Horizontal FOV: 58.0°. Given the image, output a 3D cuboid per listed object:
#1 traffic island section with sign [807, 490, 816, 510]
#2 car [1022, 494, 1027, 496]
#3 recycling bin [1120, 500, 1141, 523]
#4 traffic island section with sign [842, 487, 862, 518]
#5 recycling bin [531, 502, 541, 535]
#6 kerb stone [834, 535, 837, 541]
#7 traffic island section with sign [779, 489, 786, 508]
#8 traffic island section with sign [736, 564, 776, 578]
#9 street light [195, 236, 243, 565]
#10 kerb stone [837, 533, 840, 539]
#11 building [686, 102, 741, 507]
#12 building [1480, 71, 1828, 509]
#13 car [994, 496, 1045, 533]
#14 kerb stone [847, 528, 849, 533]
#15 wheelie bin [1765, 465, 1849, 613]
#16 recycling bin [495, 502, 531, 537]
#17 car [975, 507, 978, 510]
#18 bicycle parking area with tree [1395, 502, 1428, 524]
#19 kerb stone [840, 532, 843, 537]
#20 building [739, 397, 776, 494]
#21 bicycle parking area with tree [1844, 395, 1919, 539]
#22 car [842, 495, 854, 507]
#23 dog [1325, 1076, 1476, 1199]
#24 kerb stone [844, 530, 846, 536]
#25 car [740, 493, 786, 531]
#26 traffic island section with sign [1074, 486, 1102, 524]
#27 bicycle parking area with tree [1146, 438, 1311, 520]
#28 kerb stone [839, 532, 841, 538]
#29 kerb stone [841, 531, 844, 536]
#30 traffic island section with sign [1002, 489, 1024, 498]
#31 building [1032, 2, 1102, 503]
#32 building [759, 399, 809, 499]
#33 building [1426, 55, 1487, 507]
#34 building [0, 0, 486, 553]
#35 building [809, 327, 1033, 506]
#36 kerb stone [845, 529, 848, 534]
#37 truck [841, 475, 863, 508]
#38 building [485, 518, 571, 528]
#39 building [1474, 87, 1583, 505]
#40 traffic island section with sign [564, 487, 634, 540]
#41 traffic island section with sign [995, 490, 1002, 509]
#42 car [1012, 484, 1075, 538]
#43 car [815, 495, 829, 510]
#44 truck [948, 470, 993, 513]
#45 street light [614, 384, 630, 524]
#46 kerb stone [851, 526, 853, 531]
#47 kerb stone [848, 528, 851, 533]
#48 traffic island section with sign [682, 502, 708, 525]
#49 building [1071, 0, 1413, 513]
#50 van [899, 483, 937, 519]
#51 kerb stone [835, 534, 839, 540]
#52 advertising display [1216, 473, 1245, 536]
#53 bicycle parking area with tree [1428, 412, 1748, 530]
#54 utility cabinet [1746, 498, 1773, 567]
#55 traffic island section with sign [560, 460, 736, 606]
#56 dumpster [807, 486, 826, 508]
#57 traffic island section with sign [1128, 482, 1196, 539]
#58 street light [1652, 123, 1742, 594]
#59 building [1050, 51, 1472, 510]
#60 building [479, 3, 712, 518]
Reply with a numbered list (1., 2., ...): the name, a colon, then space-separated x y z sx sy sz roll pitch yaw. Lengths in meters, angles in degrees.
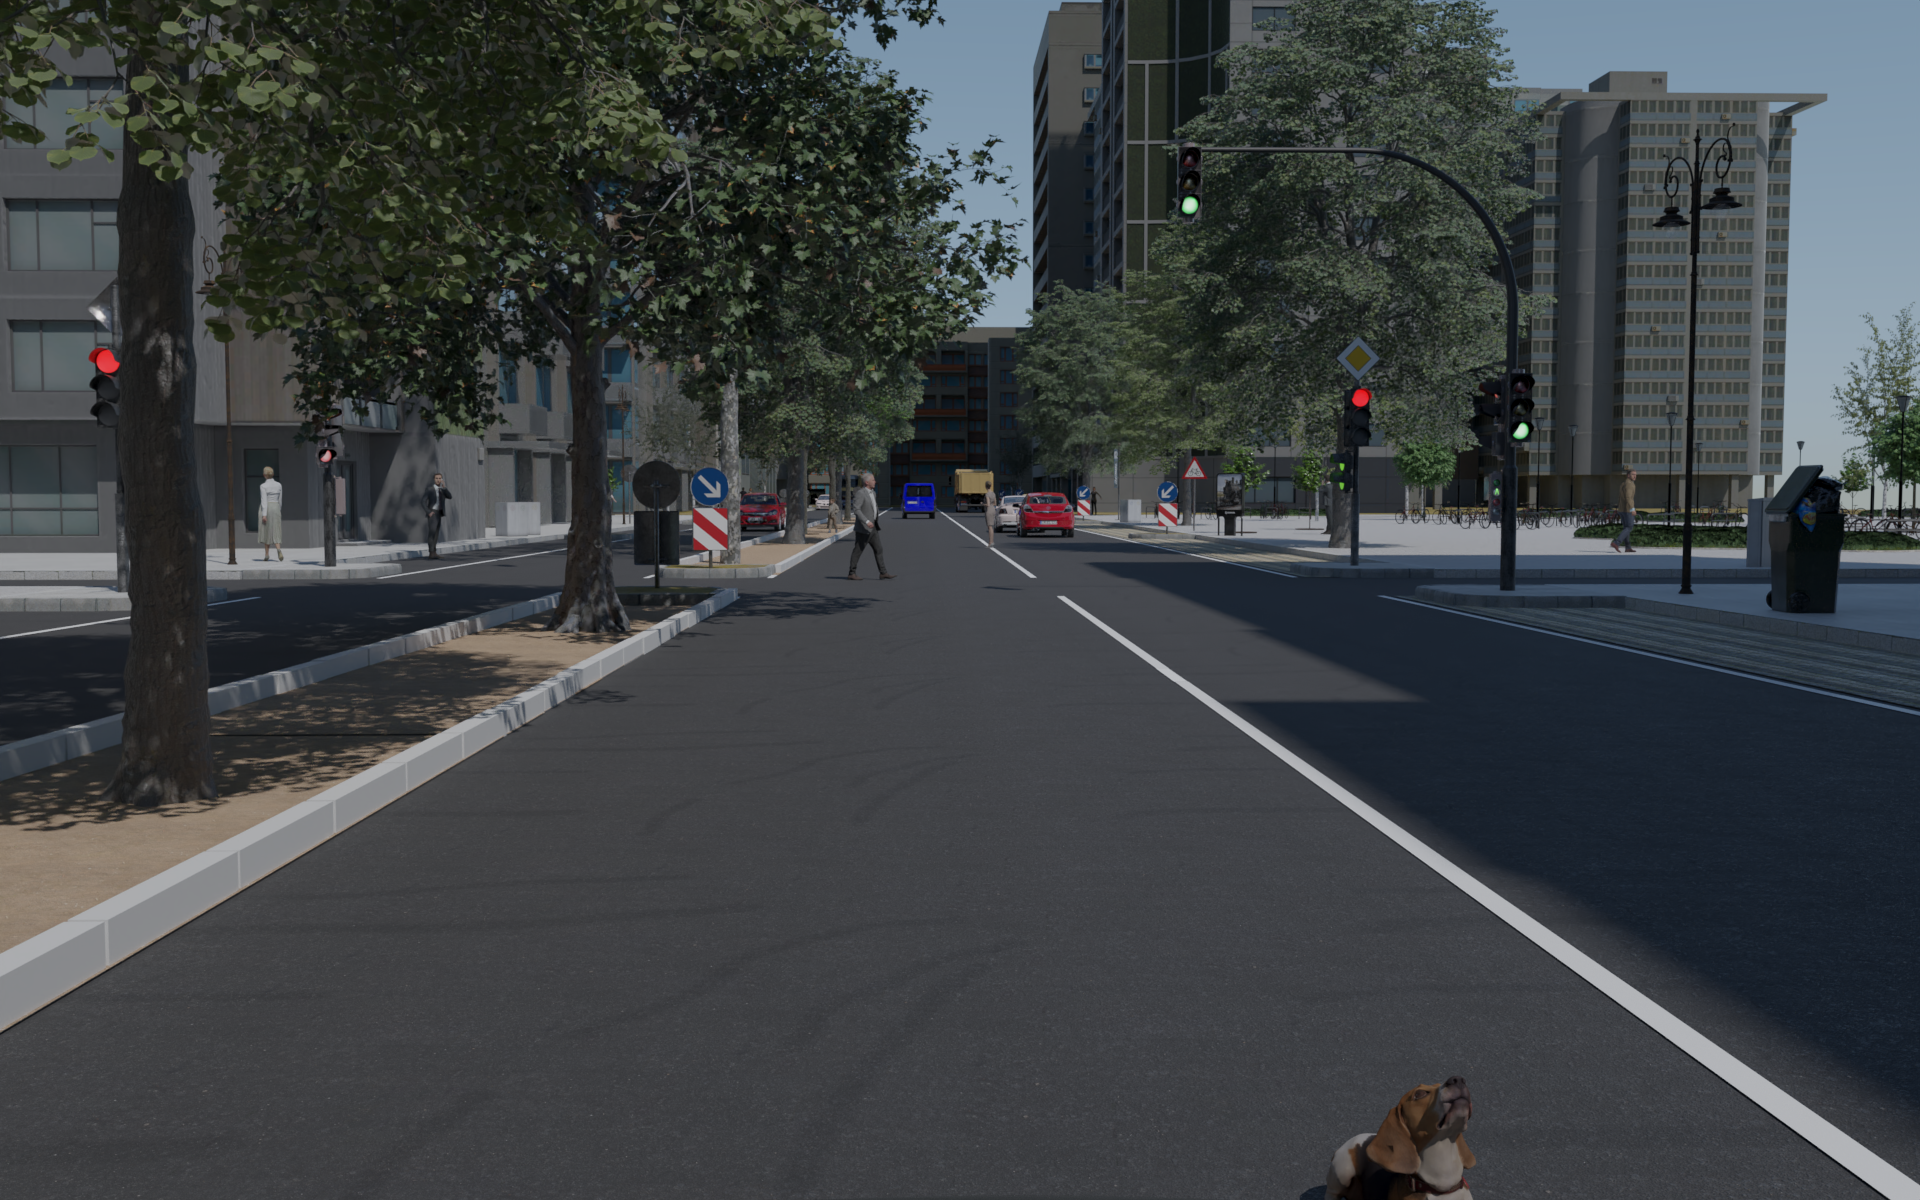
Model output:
1. traffic island section with sign: -14.105 -9.214 159.278 1.989 1.847 2.006 0 4 -1
2. car: 3.353 -4.160 78.232 2.015 1.641 3.980 0 4 0
3. recycling bin: 7.731 -4.036 78.550 0.722 1.027 0.722 -2 4 -28
4. traffic island section with sign: -6.239 -5.957 105.541 2.006 1.907 1.989 0 4 -1
5. recycling bin: -13.571 -2.558 54.369 0.722 1.027 0.722 -1 4 -19
6. kerb stone: -3.811 -1.780 51.302 0.120 0.150 1.000 0 4 -1
7. traffic island section with sign: -13.416 -7.566 132.332 1.989 1.847 2.006 0 4 -1
8. traffic island section with sign: -4.308 -1.363 30.427 2.006 1.907 1.989 0 4 -1
9. street light: -13.221 -3.578 31.295 0.468 5.910 1.993 0 4 -1
10. kerb stone: -3.859 -1.904 53.346 0.120 0.150 1.000 0 4 -1
11. building: -25.923 -28.069 142.517 14.154 41.232 14.086 0 4 -1
12. building: 62.535 -28.951 165.226 23.993 40.220 32.217 0 4 -1
13. car: 2.236 -3.252 65.534 2.083 1.381 4.827 0 4 0
14. kerb stone: -4.042 -2.341 60.525 0.120 0.150 1.000 0 4 -1
15. wheelie bin: 9.221 -0.671 18.879 0.693 1.594 0.980 0 4 4
16. recycling bin: -13.609 -2.447 52.559 0.722 1.027 0.722 3 5 42
17. car: 0.748 -8.873 157.658 1.945 1.354 3.894 0 4 0
18. bicycle parking area with tree: 23.756 -5.315 73.902 9.016 4.147 8.231 -2 4 -31
19. kerb stone: -3.913 -2.030 55.413 0.120 0.150 1.000 0 4 -1
20. building: -34.370 -52.226 166.562 31.000 86.520 22.319 0 4 -1
21. bicycle parking area with tree: 27.373 -3.721 47.838 9.016 4.147 8.231 1 4 18
22. car: -10.840 -9.432 166.788 1.945 1.354 3.894 0 4 0
23. dog: 0.928 1.034 3.282 0.550 0.427 0.748 3 4 39
24. kerb stone: -3.959 -2.157 57.457 0.120 0.150 1.000 0 4 -1
25. car: -7.845 -3.605 67.976 2.155 1.783 4.494 0 4 -2
26. traffic island section with sign: 5.768 -4.569 83.330 1.989 1.847 2.006 0 4 -1
27. bicycle parking area with tree: 13.823 -6.292 89.875 8.231 4.147 9.016 0 4 5
28. kerb stone: -3.888 -1.966 54.377 0.120 0.150 1.000 0 4 -1
29. kerb stone: -3.938 -2.094 56.435 0.120 0.150 1.000 0 4 -1
30. traffic island section with sign: 4.466 -7.677 134.152 1.989 1.847 2.006 0 4 -1
31. building: 18.428 -33.346 168.900 21.300 48.544 21.600 0 4 -1
32. building: -29.124 -31.427 205.714 23.993 40.220 32.217 0 4 -1
33. building: 43.124 -32.035 173.876 14.200 45.320 14.600 0 4 -1
34. building: -20.672 -21.935 42.226 14.154 41.232 14.086 0 4 -1
35. building: -2.639 -22.022 205.094 28.899 21.520 27.650 0 4 -1
36. kerb stone: -4.010 -2.280 59.501 0.120 0.150 1.000 0 4 -1
37. truck: -11.313 -11.038 176.401 3.469 3.379 9.791 0 4 -1
38. building: -27.618 -27.671 72.034 23.786 49.044 30.456 0 4 -1
39. building: 56.289 -35.724 203.689 30.456 49.044 23.786 0 4 -1
40. traffic island section with sign: -11.446 -2.849 55.201 1.989 1.847 2.006 0 4 -1
41. traffic island section with sign: 3.777 -9.325 161.098 1.989 1.847 2.006 0 4 -1
42. car: 2.858 -3.025 58.500 2.155 1.783 4.494 0 4 -1
43. car: -11.904 -8.717 154.890 2.083 1.381 4.827 0 4 -2
44. truck: 0.982 -8.518 135.199 3.469 3.379 9.791 0 4 -3
45. street light: -14.220 -6.137 73.130 0.468 5.910 1.993 0 4 -1
46. kerb stone: -4.148 -2.593 64.623 0.120 0.150 1.000 0 4 -1
47. kerb stone: -4.059 -2.404 61.547 0.120 0.150 1.000 0 4 -1
48. traffic island section with sign: -12.134 -4.516 82.469 1.989 1.847 2.006 0 4 -1
49. building: 19.141 -41.882 123.015 20.563 71.187 20.611 0 4 -1
50. van: -2.438 -5.927 101.295 2.240 2.365 5.245 0 4 -3
51. kerb stone: -3.827 -1.843 52.324 0.120 0.150 1.000 0 4 -1
52. advertising display: 8.288 -2.929 53.103 0.974 1.923 0.123 3 5 43
53. bicycle parking area with tree: 23.434 -4.641 62.881 9.016 4.147 8.231 -2 4 -26
54. utility cabinet: 14.328 -1.192 30.647 1.020 1.237 0.306 -2 4 -35
55. traffic island section with sign: -4.128 -0.910 23.022 2.006 1.907 1.989 0 4 -1
56. dumpster: -14.724 -10.515 176.868 1.985 2.255 1.502 0 4 -2
57. traffic island section with sign: 6.467 -2.884 55.785 1.989 1.847 2.006 0 4 -1
58. street light: 9.337 -3.016 22.097 0.468 5.910 1.993 0 4 -1
59. building: 24.176 -27.808 146.540 32.217 40.220 23.993 0 4 -1
60. building: -30.205 -30.586 119.696 23.786 49.044 30.456 0 4 -1
